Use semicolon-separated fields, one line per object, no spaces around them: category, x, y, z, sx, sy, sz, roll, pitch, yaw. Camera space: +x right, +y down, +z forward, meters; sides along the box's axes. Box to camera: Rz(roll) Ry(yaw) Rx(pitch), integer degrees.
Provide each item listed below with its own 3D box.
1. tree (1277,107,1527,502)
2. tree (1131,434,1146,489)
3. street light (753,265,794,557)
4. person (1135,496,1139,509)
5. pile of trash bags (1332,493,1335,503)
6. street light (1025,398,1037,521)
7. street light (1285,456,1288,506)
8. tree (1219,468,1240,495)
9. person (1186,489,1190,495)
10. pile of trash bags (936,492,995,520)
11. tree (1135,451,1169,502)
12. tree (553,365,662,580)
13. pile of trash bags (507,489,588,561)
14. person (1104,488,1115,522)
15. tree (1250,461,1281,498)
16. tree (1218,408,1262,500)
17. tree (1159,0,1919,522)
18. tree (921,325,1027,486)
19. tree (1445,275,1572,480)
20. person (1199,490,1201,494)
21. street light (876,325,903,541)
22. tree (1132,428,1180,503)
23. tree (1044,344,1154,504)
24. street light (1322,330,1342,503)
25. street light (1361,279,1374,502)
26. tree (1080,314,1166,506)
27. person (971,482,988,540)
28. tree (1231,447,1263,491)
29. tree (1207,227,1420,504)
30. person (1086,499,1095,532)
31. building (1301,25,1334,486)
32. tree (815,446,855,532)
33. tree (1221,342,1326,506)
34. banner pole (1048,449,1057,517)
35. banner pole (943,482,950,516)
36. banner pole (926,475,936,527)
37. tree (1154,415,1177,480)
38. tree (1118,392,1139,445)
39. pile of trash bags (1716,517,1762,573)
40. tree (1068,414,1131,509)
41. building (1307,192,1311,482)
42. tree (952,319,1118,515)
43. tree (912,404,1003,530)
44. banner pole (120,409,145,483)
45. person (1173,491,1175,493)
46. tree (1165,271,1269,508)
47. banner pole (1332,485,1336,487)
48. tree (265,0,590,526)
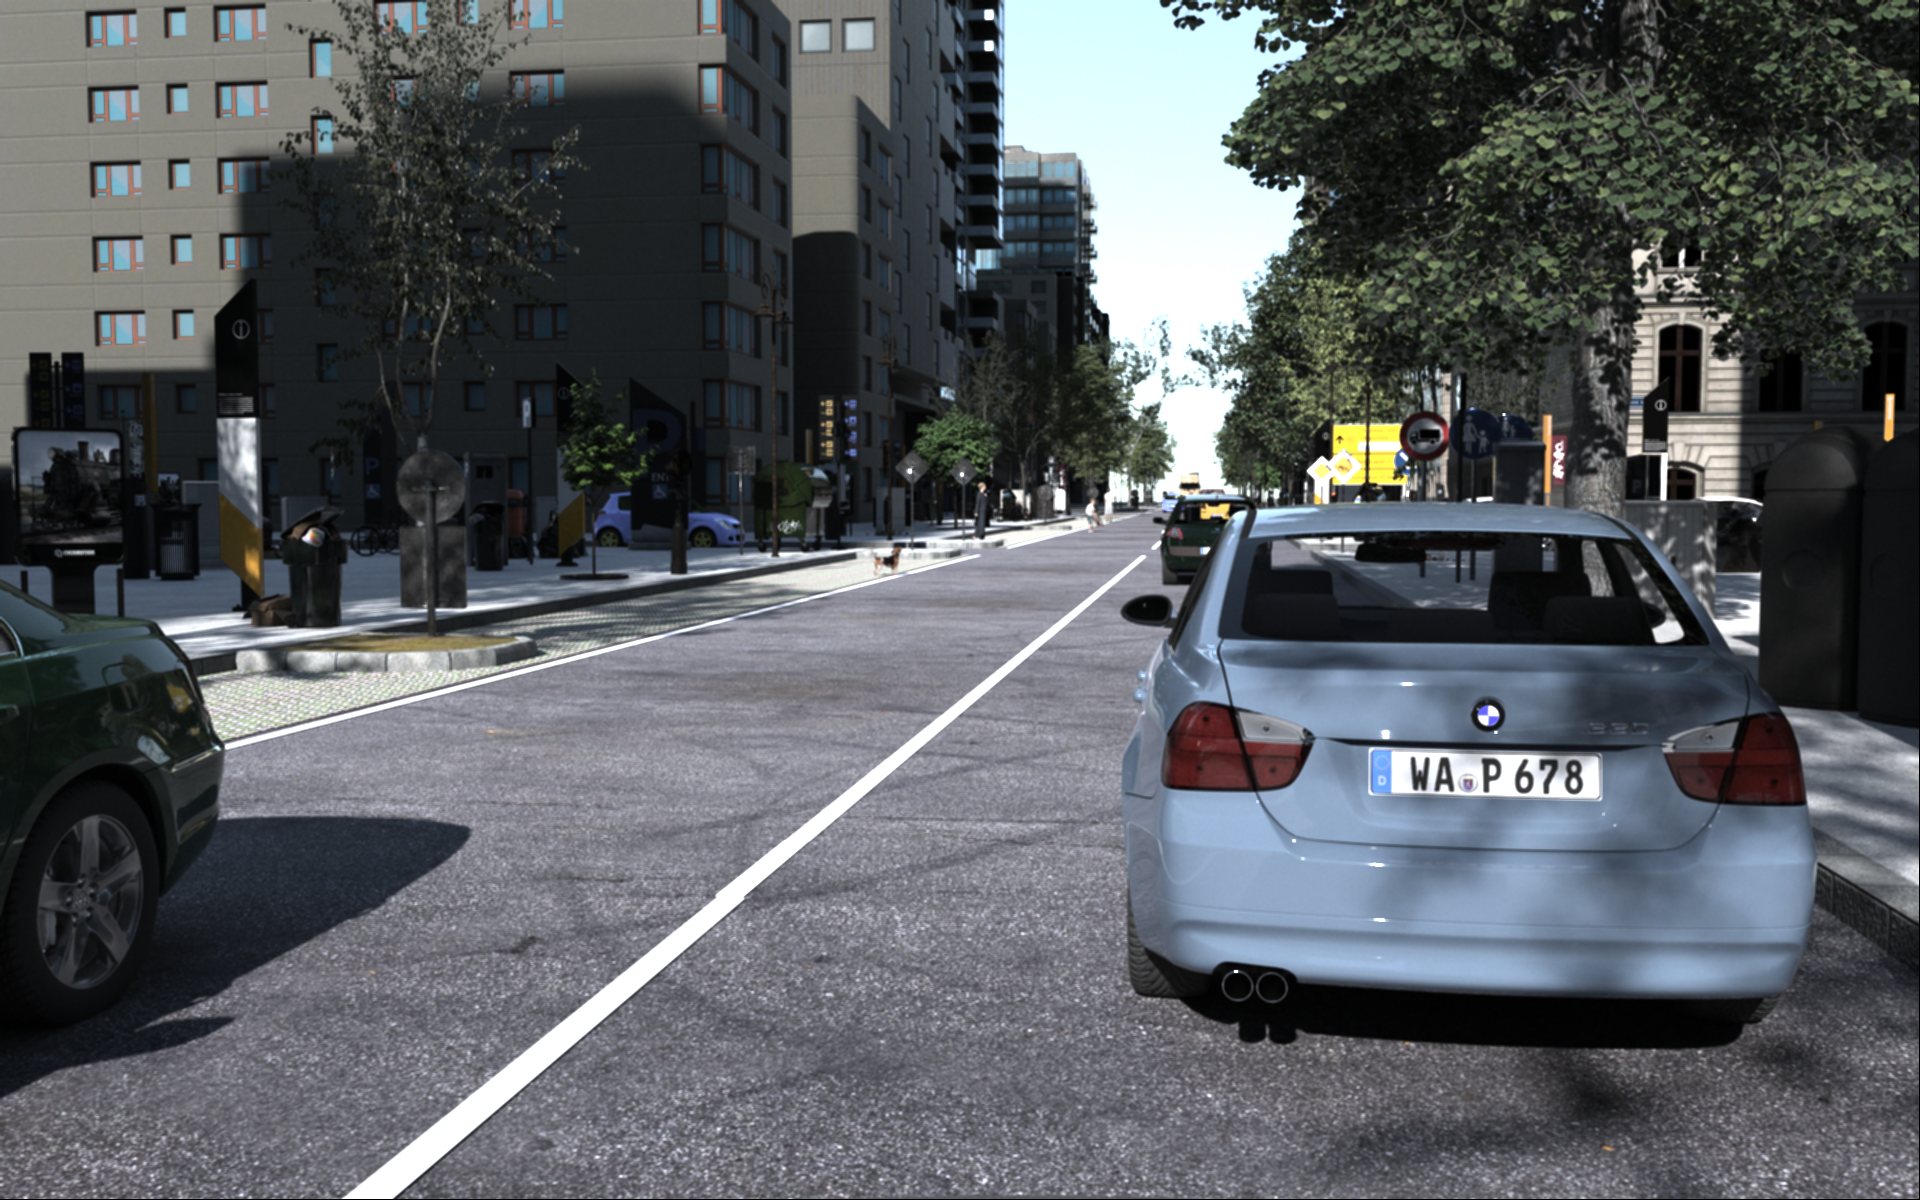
tree;8.122;-4.944;31.190;4.737;8.622;4.395;0;3;0
tree;13.829;-12.325;151.880;4.737;8.622;4.395;0;3;0
street light;-3.760;-3.810;35.079;0.468;5.910;1.993;1;4;8
person;15.204;-8.390;148.915;0.421;1.427;0.697;0;4;1
pile of trash bags;26.005;-6.387;114.171;3.447;1.369;1.912;-1;4;-12
street light;3.427;-6.761;83.333;0.468;5.910;1.993;1;4;8
street light;15.817;-6.790;83.803;0.468;5.910;1.993;1;4;8
tree;43.986;-21.530;270.140;7.486;12.596;7.792;0;3;0
person;14.609;-6.266;111.291;0.374;1.781;0.599;0;4;-6
pile of trash bags;0.171;-4.753;87.466;3.447;1.369;1.912;1;4;14
tree;30.655;-19.594;270.718;4.360;8.622;3.978;0;3;0
tree;-5.557;-1.924;26.065;1.663;3.219;1.824;0;3;0
pile of trash bags;-8.559;-1.519;34.590;1.912;1.369;3.447;0;4;-2
person;7.591;-4.819;87.853;0.480;1.755;0.524;1;4;22
tree;23.523;-8.987;130.643;4.285;4.588;4.351;0;3;0
tree;31.493;-15.864;185.128;9.928;11.665;9.643;0;3;0
tree;5.375;-6.589;14.386;9.857;13.997;8.962;0;3;0
tree;0.767;-7.631;75.135;4.360;8.622;3.978;0;3;0
tree;17.197;-6.393;54.881;4.360;8.622;3.978;0;3;0
person;24.814;-10.407;178.738;1.350;1.814;0.705;-1;4;-12
street light;-1.936;-4.580;47.669;0.468;5.910;1.993;1;4;8
tree;29.346;-20.649;263.368;9.928;11.665;9.643;0;3;0
tree;9.954;-13.055;131.575;7.486;12.596;7.792;0;3;0
street light;10.489;-4.659;48.968;0.468;5.910;1.993;1;4;8
street light;8.795;-3.947;37.328;0.468;5.910;1.993;1;4;8
tree;19.083;-19.936;181.835;12.611;20.169;13.585;0;3;0
person;0.584;-2.566;50.878;0.534;1.772;0.576;0;4;-7
tree;23.955;-11.612;140.222;4.360;8.622;3.978;0;3;0
tree;15.069;-9.565;73.401;9.611;12.733;9.660;0;3;0
person;4.895;-3.167;64.963;0.352;1.250;0.332;0;4;-5
building;60.803;-50.488;263.728;20.563;71.187;20.611;1;4;8
tree;-4.600;-3.965;59.433;1.663;3.219;1.824;0;3;0
tree;19.407;-10.420;104.784;8.767;10.594;7.601;3;4;37
banner pole;5.162;-6.493;96.175;0.401;3.779;0.863;-3;5;-42
banner pole;-1.010;-6.943;103.542;0.863;3.779;0.401;1;4;21
banner pole;-1.207;-4.810;68.658;0.401;3.779;0.863;-1;4;-22
tree;23.677;-18.501;220.622;7.486;12.596;7.792;0;3;0
tree;6.615;-10.445;105.186;8.767;10.594;7.601;0;4;-2
pile of trash bags;13.844;-1.149;28.544;3.447;1.369;1.912;1;4;15
tree;10.777;-11.591;139.882;4.737;8.622;4.395;0;3;0
building;59.268;-37.853;238.497;23.786;49.044;30.456;1;4;8
tree;3.492;-9.602;91.405;8.767;10.594;7.601;1;4;10
tree;-0.076;-4.847;62.969;4.285;4.588;4.351;0;3;0
banner pole;-24.466;-3.742;51.193;0.401;3.779;0.863;3;5;41
person;22.376;-10.513;181.096;1.217;1.735;0.721;0;4;-8
tree;25.076;-17.978;149.832;12.611;20.169;13.585;0;3;0
banner pole;14.278;-4.649;66.032;0.401;3.779;0.863;-1;4;-20
tree;-6.874;-4.388;22.105;4.360;8.622;3.978;0;3;0
